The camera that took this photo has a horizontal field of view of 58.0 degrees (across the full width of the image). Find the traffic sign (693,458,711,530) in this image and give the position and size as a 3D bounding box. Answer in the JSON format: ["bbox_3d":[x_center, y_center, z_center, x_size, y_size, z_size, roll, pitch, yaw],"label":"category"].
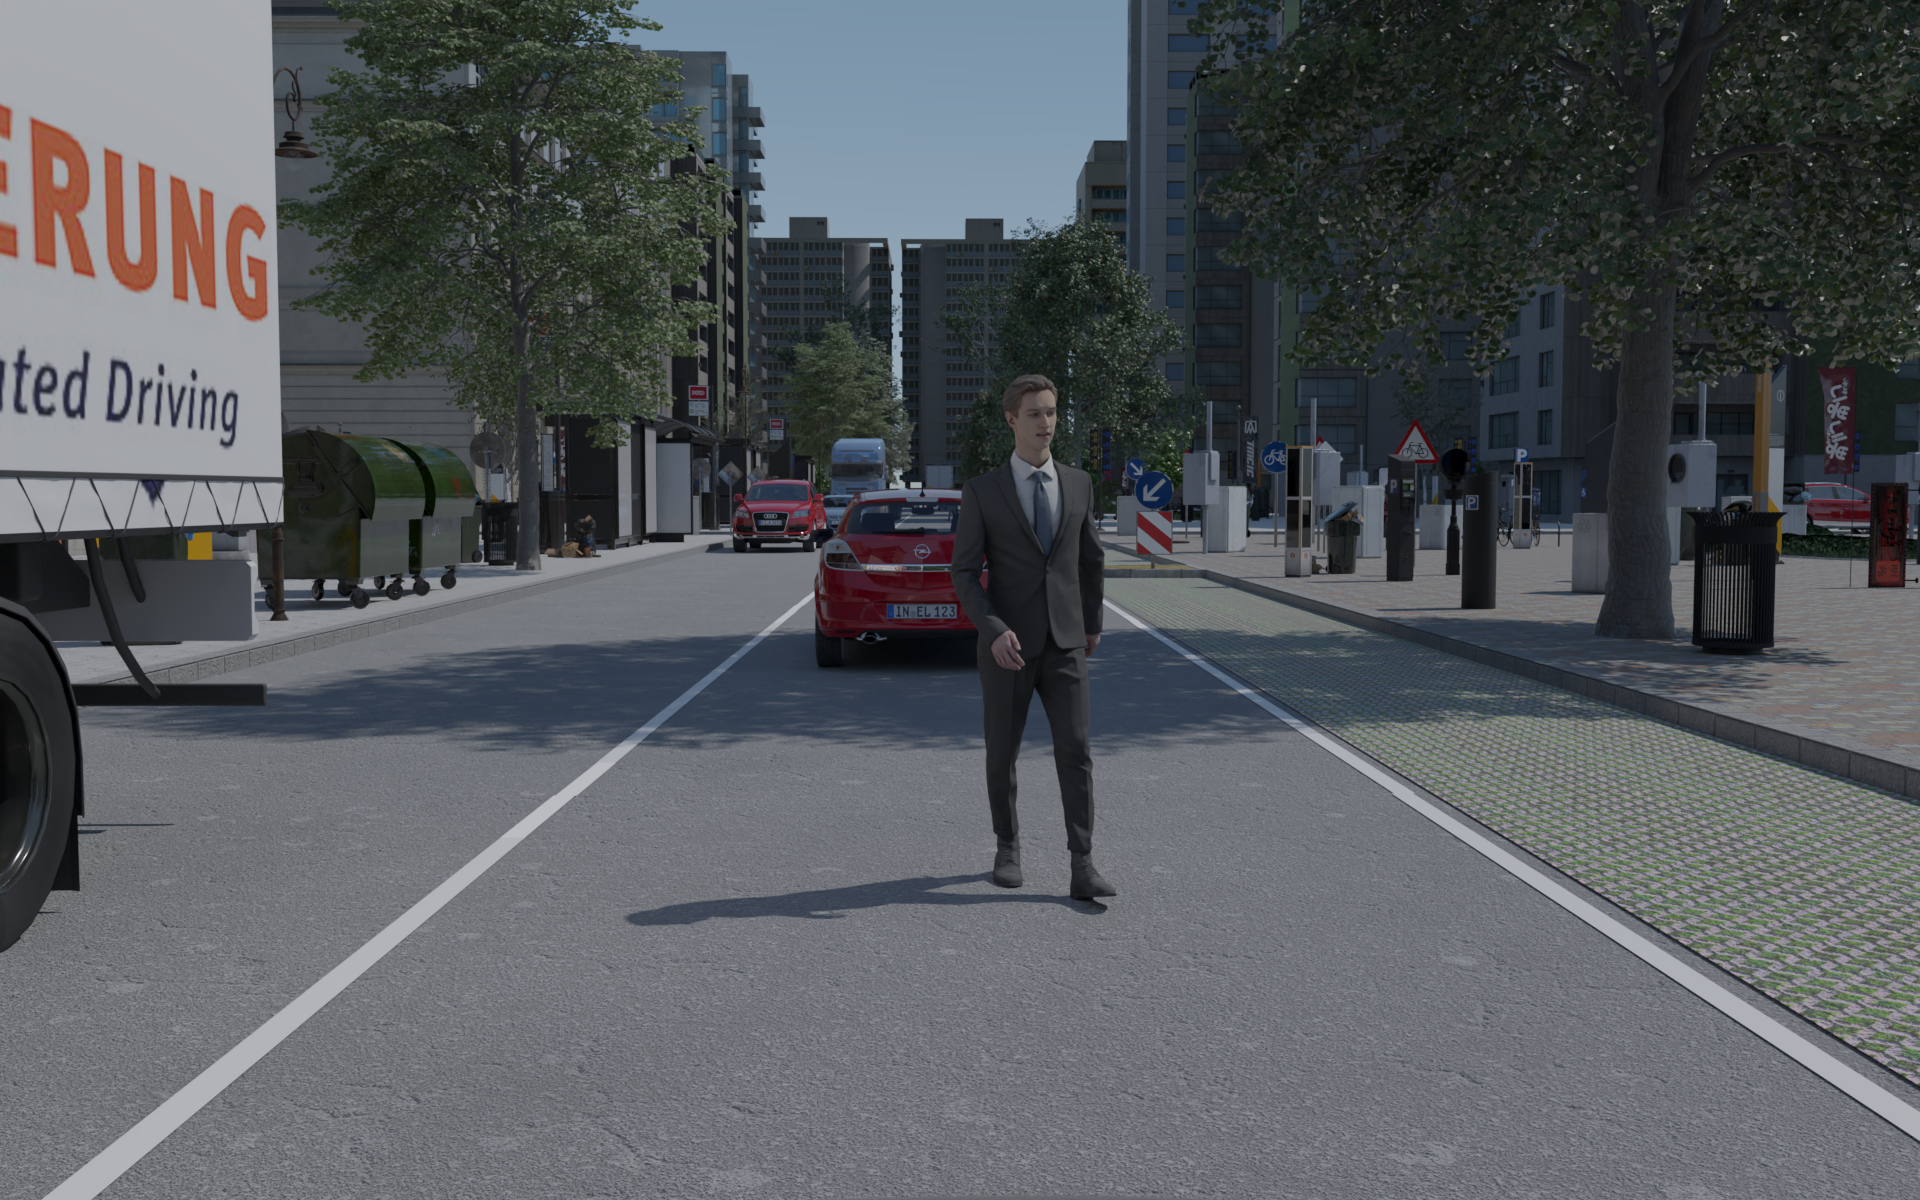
[{"bbox_3d":[-9.223,-3.753,61.473,0.768,2.556,0.104,0,4,4],"label":"traffic sign"}]

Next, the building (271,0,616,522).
[{"bbox_3d":[-27.623,-15.439,85.717,16.112,22.955,30.059,0,4,-1],"label":"building"}]

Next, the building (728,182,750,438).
[{"bbox_3d":[-26.860,-23.548,156.713,14.160,30.474,14.107,0,4,-1],"label":"building"}]

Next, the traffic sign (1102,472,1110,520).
[{"bbox_3d":[7.205,-5.323,87.133,0.768,2.556,0.104,0,4,8],"label":"traffic sign"}]

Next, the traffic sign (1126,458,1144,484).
[{"bbox_3d":[6.280,-3.765,61.656,0.768,2.556,0.104,0,4,7],"label":"traffic sign"}]

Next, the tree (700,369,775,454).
[{"bbox_3d":[-13.058,-9.241,101.456,4.360,8.622,3.978,0,3,0],"label":"tree"}]

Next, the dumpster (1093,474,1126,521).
[{"bbox_3d":[7.155,-4.959,83.578,1.502,2.255,1.985,0,4,-1],"label":"dumpster"}]

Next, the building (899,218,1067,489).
[{"bbox_3d":[3.410,-33.943,246.846,23.993,40.220,32.217,0,4,-1],"label":"building"}]

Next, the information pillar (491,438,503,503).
[{"bbox_3d":[-18.894,-4.855,70.733,0.504,3.616,0.183,0,4,-5],"label":"information pillar"}]

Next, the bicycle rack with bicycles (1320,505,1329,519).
[{"bbox_3d":[17.936,-4.461,86.321,2.925,0.926,2.852,-3,5,-43],"label":"bicycle rack with bicycles"}]

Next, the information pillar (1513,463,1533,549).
[{"bbox_3d":[13.173,-2.206,40.555,0.304,2.012,0.304,-1,4,-14],"label":"information pillar"}]

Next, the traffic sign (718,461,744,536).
[{"bbox_3d":[-6.998,-3.012,52.882,0.795,2.450,0.064,0,4,-1],"label":"traffic sign"}]

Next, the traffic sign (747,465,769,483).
[{"bbox_3d":[-7.107,-3.500,60.866,0.795,2.450,0.064,0,4,-1],"label":"traffic sign"}]

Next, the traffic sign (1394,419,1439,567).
[{"bbox_3d":[7.928,-1.848,30.223,0.884,2.594,0.081,1,4,8],"label":"traffic sign"}]

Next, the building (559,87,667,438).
[{"bbox_3d":[-26.374,-17.904,110.747,12.078,24.808,19.932,0,4,-1],"label":"building"}]

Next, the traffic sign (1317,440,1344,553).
[{"bbox_3d":[7.877,-2.216,37.419,0.795,2.450,0.064,0,4,2],"label":"traffic sign"}]

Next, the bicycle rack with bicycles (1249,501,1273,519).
[{"bbox_3d":[14.672,-4.586,88.366,2.925,0.926,2.852,-1,4,-21],"label":"bicycle rack with bicycles"}]

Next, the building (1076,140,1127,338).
[{"bbox_3d":[26.864,-37.707,240.211,21.600,48.544,21.300,0,4,-1],"label":"building"}]

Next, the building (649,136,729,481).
[{"bbox_3d":[-27.300,-22.686,142.624,14.160,30.474,14.107,0,4,-1],"label":"building"}]

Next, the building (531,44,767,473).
[{"bbox_3d":[-36.740,-34.756,187.874,30.456,49.044,23.786,0,4,-1],"label":"building"}]

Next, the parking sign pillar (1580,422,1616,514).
[{"bbox_3d":[22.893,-4.489,61.869,1.447,3.967,1.447,-1,4,-9],"label":"parking sign pillar"}]

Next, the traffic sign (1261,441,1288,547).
[{"bbox_3d":[7.637,-2.551,41.821,0.768,2.556,0.104,0,4,5],"label":"traffic sign"}]

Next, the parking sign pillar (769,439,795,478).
[{"bbox_3d":[-8.806,-5.952,85.793,1.447,3.967,1.447,2,4,34],"label":"parking sign pillar"}]

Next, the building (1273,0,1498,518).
[{"bbox_3d":[25.125,-25.412,99.073,14.154,41.232,14.086,0,4,-1],"label":"building"}]

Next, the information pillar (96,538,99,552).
[{"bbox_3d":[-17.218,-2.653,34.730,0.183,3.616,0.504,2,4,24],"label":"information pillar"}]

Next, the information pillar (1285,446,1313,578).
[{"bbox_3d":[5.220,-1.358,26.694,0.304,2.012,0.304,-3,5,-43],"label":"information pillar"}]

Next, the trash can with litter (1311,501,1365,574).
[{"bbox_3d":[5.919,-1.007,27.852,1.055,1.170,0.624,0,4,-3],"label":"trash can with litter"}]

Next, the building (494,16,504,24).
[{"bbox_3d":[-73.295,-48.941,238.434,20.611,71.187,20.563,0,4,-1],"label":"building"}]

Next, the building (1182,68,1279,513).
[{"bbox_3d":[22.500,-21.390,121.423,14.160,30.474,14.107,0,4,-1],"label":"building"}]

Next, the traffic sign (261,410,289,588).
[{"bbox_3d":[-9.547,-1.442,23.682,0.768,2.556,0.104,0,4,5],"label":"traffic sign"}]

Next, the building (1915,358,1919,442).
[{"bbox_3d":[60.933,-30.410,86.437,27.495,52.752,28.713,0,4,-1],"label":"building"}]

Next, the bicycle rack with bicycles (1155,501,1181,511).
[{"bbox_3d":[12.779,-5.493,103.187,2.925,0.926,2.852,0,4,5],"label":"bicycle rack with bicycles"}]

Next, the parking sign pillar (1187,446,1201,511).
[{"bbox_3d":[12.458,-6.288,91.288,1.447,3.967,1.447,-1,4,-11],"label":"parking sign pillar"}]

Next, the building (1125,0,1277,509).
[{"bbox_3d":[25.730,-37.658,157.702,21.231,58.520,28.212,0,4,-1],"label":"building"}]

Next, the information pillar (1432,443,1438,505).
[{"bbox_3d":[21.873,-5.406,79.736,0.183,3.616,0.504,0,4,-6],"label":"information pillar"}]

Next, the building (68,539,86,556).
[{"bbox_3d":[-26.813,-11.095,36.154,16.860,20.320,10.420,0,4,-1],"label":"building"}]

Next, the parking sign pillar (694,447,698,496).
[{"bbox_3d":[-14.477,-6.747,98.782,1.447,3.967,1.447,0,4,-7],"label":"parking sign pillar"}]

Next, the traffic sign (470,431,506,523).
[{"bbox_3d":[-9.600,-2.145,35.182,0.768,2.556,0.104,1,4,9],"label":"traffic sign"}]

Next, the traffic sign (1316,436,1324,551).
[{"bbox_3d":[8.015,-2.365,38.665,0.884,2.594,0.081,0,4,7],"label":"traffic sign"}]

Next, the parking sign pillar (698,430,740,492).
[{"bbox_3d":[-9.920,-5.156,72.771,1.447,3.967,1.447,-2,4,-35],"label":"parking sign pillar"}]

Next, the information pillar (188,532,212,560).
[{"bbox_3d":[-7.500,-1.557,16.806,0.183,3.616,0.504,2,4,28],"label":"information pillar"}]

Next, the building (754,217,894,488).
[{"bbox_3d":[-21.422,-33.867,245.610,23.993,40.220,32.217,0,4,-1],"label":"building"}]

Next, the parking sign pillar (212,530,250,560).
[{"bbox_3d":[-14.544,-2.751,33.454,1.447,3.967,1.447,0,4,-1],"label":"parking sign pillar"}]

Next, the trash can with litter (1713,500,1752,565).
[{"bbox_3d":[13.901,-1.220,31.328,0.624,1.170,1.055,0,4,-3],"label":"trash can with litter"}]

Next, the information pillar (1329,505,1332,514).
[{"bbox_3d":[14.378,-3.799,66.598,0.304,2.012,0.304,1,4,19],"label":"information pillar"}]

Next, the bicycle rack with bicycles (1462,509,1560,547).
[{"bbox_3d":[13.540,-1.802,42.844,2.852,0.926,2.925,0,4,-2],"label":"bicycle rack with bicycles"}]

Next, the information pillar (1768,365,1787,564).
[{"bbox_3d":[14.805,-2.455,31.501,0.504,3.616,0.183,-2,4,-29],"label":"information pillar"}]

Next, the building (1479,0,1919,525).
[{"bbox_3d":[32.268,-18.667,76.910,14.107,30.474,14.160,0,4,-1],"label":"building"}]

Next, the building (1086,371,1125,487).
[{"bbox_3d":[28.113,-20.938,187.368,27.650,21.520,28.899,0,4,-1],"label":"building"}]

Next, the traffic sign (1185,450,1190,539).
[{"bbox_3d":[6.501,-3.036,49.650,0.884,2.594,0.081,0,4,7],"label":"traffic sign"}]
